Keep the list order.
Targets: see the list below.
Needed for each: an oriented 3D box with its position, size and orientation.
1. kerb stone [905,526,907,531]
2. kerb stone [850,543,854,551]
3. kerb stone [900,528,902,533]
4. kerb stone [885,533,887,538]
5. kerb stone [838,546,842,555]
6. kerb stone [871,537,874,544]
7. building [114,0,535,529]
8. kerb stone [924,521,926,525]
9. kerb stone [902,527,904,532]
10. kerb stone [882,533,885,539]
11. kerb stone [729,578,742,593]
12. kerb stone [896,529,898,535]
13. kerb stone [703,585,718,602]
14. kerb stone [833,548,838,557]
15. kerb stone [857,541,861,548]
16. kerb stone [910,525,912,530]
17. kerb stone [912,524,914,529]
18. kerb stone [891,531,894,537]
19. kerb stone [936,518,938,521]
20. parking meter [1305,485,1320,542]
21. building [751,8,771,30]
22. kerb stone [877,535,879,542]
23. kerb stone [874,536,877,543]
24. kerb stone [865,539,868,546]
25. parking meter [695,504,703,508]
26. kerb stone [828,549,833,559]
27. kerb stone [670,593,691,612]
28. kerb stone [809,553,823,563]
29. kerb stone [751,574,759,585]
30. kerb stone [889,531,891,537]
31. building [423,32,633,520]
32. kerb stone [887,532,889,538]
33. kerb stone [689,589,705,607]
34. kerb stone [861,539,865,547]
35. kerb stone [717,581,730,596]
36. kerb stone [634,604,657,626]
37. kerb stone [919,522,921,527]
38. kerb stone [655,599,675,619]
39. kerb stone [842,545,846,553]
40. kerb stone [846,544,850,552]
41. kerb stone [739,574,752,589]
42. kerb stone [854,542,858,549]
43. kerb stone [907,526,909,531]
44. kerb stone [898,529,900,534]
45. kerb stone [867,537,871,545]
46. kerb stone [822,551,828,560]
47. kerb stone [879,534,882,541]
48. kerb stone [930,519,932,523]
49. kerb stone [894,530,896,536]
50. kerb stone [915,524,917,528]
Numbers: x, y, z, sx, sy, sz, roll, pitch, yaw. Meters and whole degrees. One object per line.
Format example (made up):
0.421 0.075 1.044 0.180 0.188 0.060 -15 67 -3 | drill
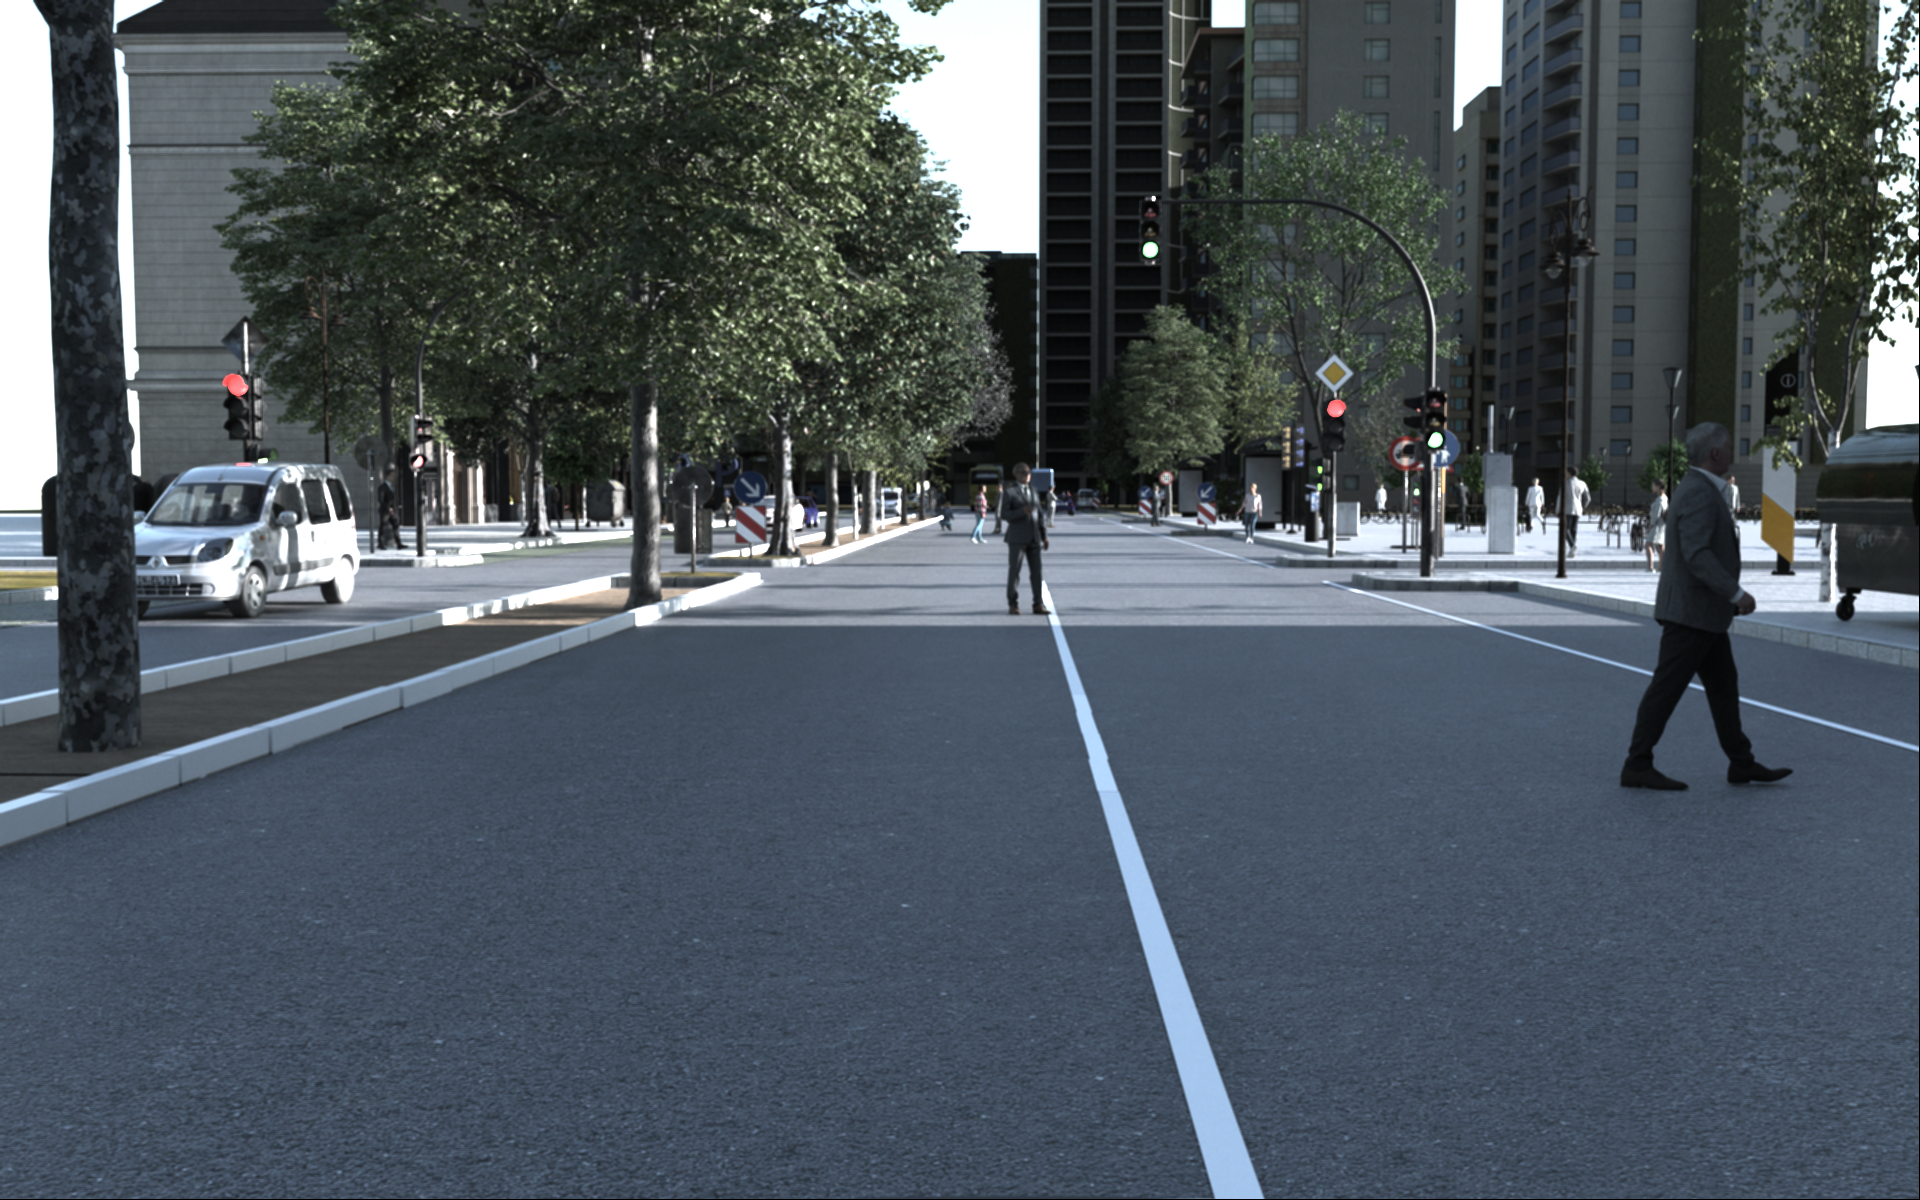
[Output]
-2.172 -2.612 64.941 0.120 0.150 1.000 0 4 2 | kerb stone
-2.823 -1.298 43.417 0.120 0.150 1.000 0 4 2 | kerb stone
-2.262 -2.423 61.864 0.120 0.150 1.000 0 4 2 | kerb stone
-2.481 -1.984 54.693 0.120 0.150 1.000 0 4 2 | kerb stone
-2.905 -1.109 40.331 0.120 0.150 1.000 0 4 2 | kerb stone
-2.637 -1.673 49.553 0.120 0.150 1.000 0 4 2 | kerb stone
-25.424 -13.007 63.580 10.553 20.767 40.483 0 4 2 | building
-1.756 -3.431 78.290 0.120 0.150 1.000 0 4 2 | kerb stone
-2.229 -2.489 62.897 0.120 0.150 1.000 0 4 2 | kerb stone
-2.512 -1.921 53.663 0.120 0.150 1.000 0 4 2 | kerb stone
-3.368 -0.189 25.399 0.120 0.150 1.000 0 4 2 | kerb stone
-2.328 -2.300 59.817 0.120 0.150 1.000 0 4 2 | kerb stone
-3.436 -0.071 23.349 0.120 0.150 1.000 0 4 2 | kerb stone
-2.944 -1.047 39.310 0.120 0.150 1.000 0 4 2 | kerb stone
-2.765 -1.423 45.461 0.120 0.150 1.000 0 4 2 | kerb stone
-2.070 -2.804 68.033 0.120 0.150 1.000 0 4 2 | kerb stone
-2.039 -2.866 69.054 0.120 0.150 1.000 0 4 2 | kerb stone
-2.386 -2.176 57.766 0.120 0.150 1.000 0 4 2 | kerb stone
-1.386 -4.181 90.605 0.120 0.150 1.000 0 4 2 | kerb stone
9.415 -2.318 46.305 0.372 1.533 0.369 0 3 0 | parking meter
-31.744 -35.141 163.790 27.495 52.752 28.713 0 4 2 | building
-2.573 -1.799 51.616 0.120 0.150 1.000 0 4 2 | kerb stone
-2.611 -1.735 50.583 0.120 0.150 1.000 0 4 2 | kerb stone
-2.694 -1.536 47.505 0.120 0.150 1.000 0 4 2 | kerb stone
-13.695 -5.042 90.855 0.372 1.533 0.369 0 3 0 | parking meter
-2.978 -0.982 38.288 0.120 0.150 1.000 0 4 2 | kerb stone
-3.497 0.054 21.306 0.120 0.150 1.000 0 4 2 | kerb stone
-3.040 -0.858 36.242 0.120 0.150 1.000 0 4 2 | kerb stone
-3.316 -0.321 27.448 0.120 0.150 1.000 0 4 2 | kerb stone
-2.424 -2.113 56.745 0.120 0.150 1.000 0 4 2 | kerb stone
-25.205 -16.021 91.613 12.332 23.373 15.834 0 4 2 | building
-2.454 -2.041 55.715 0.120 0.150 1.000 0 4 2 | kerb stone
-3.464 -0.007 22.327 0.120 0.150 1.000 0 4 2 | kerb stone
-2.732 -1.485 46.483 0.120 0.150 1.000 0 4 2 | kerb stone
-3.407 -0.129 24.371 0.120 0.150 1.000 0 4 2 | kerb stone
-3.563 0.179 19.263 0.120 0.150 1.000 0 4 2 | kerb stone
-1.885 -3.179 74.179 0.120 0.150 1.000 0 4 2 | kerb stone
-3.524 0.119 20.284 0.120 0.150 1.000 0 4 2 | kerb stone
-2.882 -1.172 41.359 0.120 0.150 1.000 0 4 2 | kerb stone
-2.858 -1.233 42.388 0.120 0.150 1.000 0 4 2 | kerb stone
-3.341 -0.259 26.426 0.120 0.150 1.000 0 4 2 | kerb stone
-2.798 -1.360 44.439 0.120 0.150 1.000 0 4 2 | kerb stone
-2.130 -2.677 65.974 0.120 0.150 1.000 0 4 2 | kerb stone
-2.286 -2.361 60.842 0.120 0.150 1.000 0 4 2 | kerb stone
-2.668 -1.610 48.527 0.120 0.150 1.000 0 4 2 | kerb stone
-3.016 -0.922 37.265 0.120 0.150 1.000 0 4 2 | kerb stone
-2.540 -1.862 52.637 0.120 0.150 1.000 0 4 2 | kerb stone
-1.574 -3.804 84.454 0.120 0.150 1.000 0 4 2 | kerb stone
-2.346 -2.236 58.792 0.120 0.150 1.000 0 4 2 | kerb stone
-1.976 -2.992 71.111 0.120 0.150 1.000 0 4 2 | kerb stone
